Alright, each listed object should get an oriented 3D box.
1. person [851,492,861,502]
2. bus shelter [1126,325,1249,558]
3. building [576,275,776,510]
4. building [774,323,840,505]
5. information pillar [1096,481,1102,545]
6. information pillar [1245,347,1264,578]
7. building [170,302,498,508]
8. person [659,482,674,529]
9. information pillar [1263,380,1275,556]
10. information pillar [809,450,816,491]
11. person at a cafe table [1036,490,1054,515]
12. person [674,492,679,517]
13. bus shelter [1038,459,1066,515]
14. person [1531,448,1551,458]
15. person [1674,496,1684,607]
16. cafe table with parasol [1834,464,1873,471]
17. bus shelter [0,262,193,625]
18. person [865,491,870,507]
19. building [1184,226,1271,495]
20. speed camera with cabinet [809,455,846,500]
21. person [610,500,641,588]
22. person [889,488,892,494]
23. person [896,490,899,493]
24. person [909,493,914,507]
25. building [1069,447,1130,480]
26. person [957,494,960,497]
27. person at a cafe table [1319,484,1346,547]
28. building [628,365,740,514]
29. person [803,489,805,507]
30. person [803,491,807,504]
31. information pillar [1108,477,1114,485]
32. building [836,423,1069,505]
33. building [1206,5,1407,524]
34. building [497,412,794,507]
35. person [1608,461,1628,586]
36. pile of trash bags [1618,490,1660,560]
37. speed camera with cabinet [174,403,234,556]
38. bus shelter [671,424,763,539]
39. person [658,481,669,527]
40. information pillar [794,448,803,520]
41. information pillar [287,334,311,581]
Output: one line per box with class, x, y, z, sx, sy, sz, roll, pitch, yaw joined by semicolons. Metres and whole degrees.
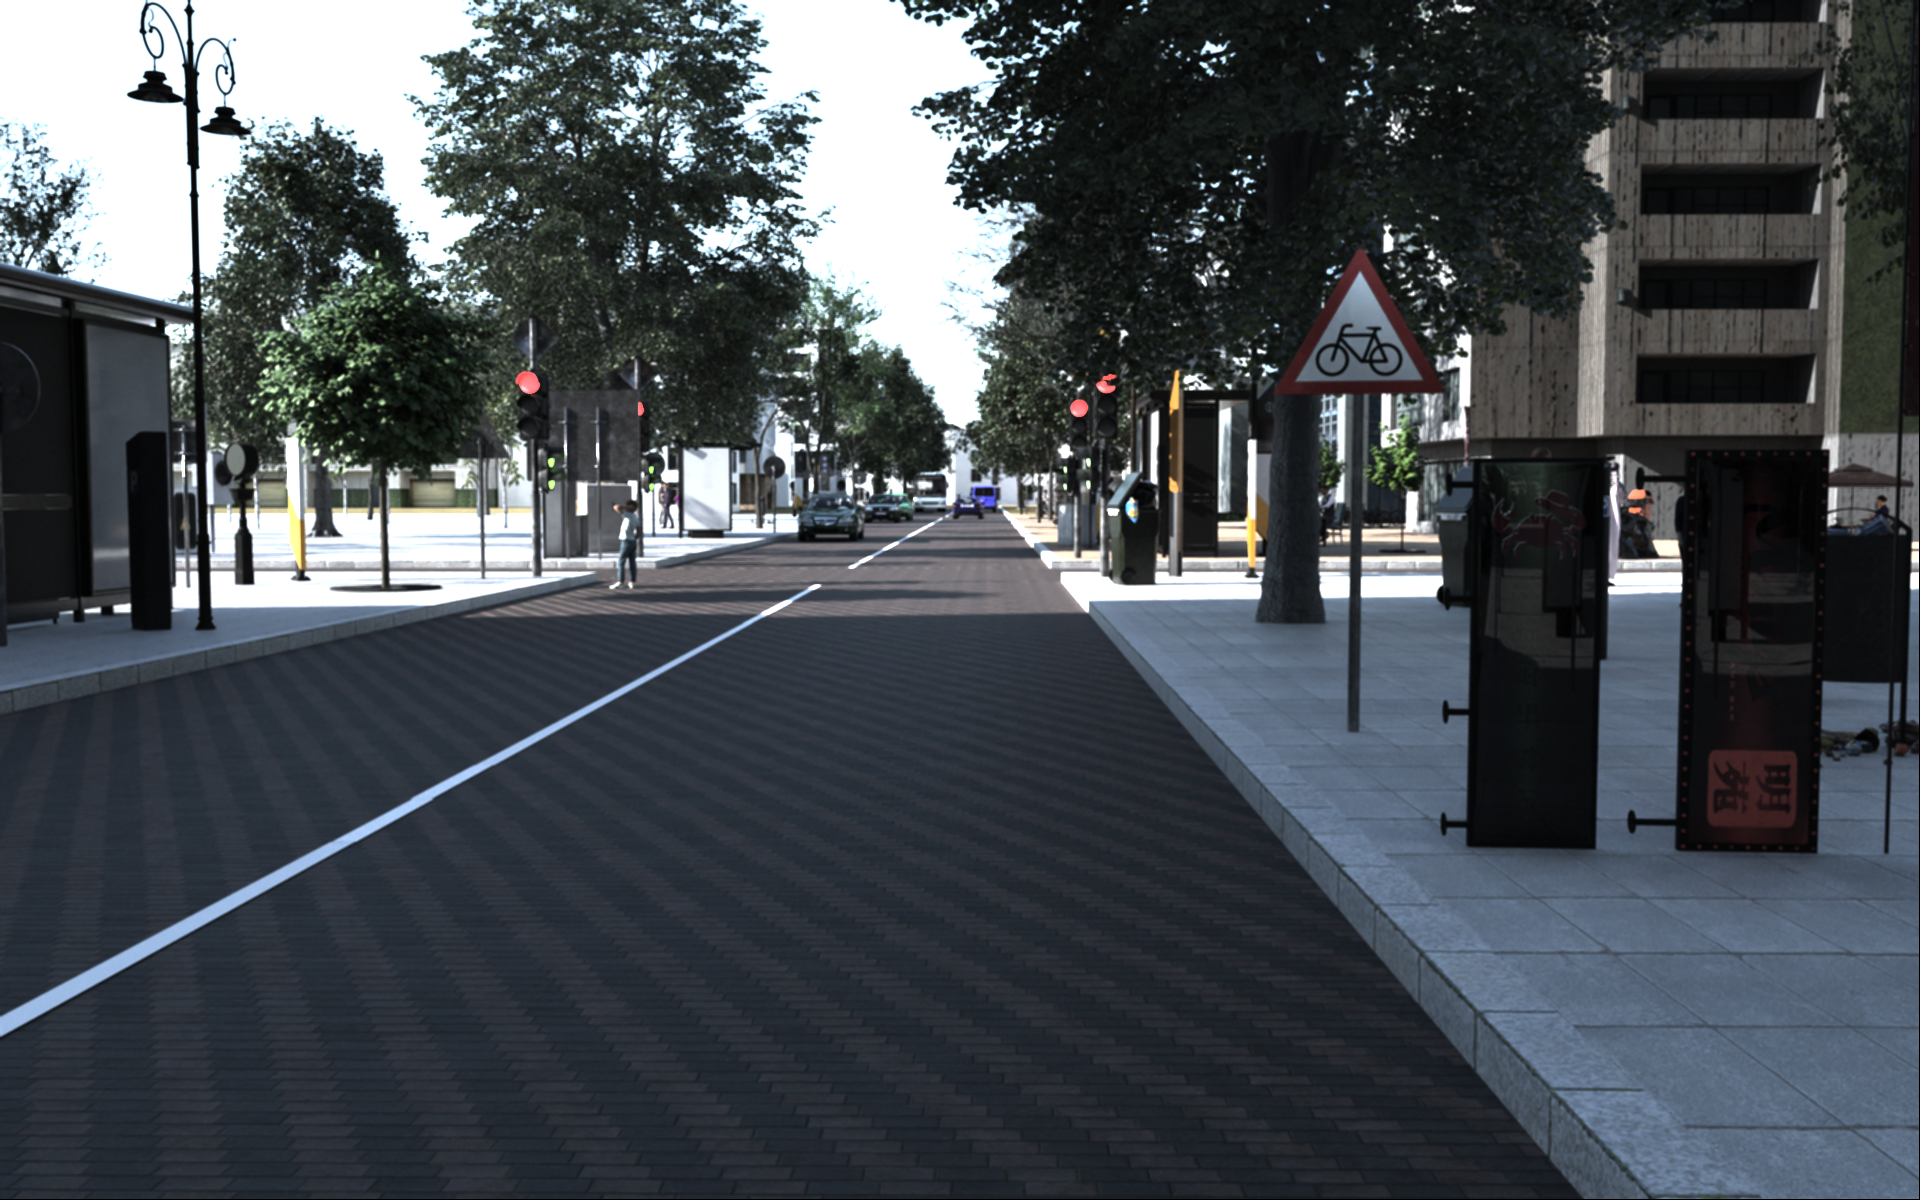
person;-11.132;-10.851;184.179;1.217;1.736;0.721;0;4;-1
bus shelter;4.939;-3.753;38.986;2.179;5.291;8.768;0;4;1
building;-23.939;-17.710;145.971;16.016;20.091;11.380;0;4;1
building;-31.282;-22.976;219.638;32.646;21.610;27.936;0;4;1
information pillar;3.511;-3.172;43.219;0.183;3.616;0.504;-1;4;-13
information pillar;4.477;-2.151;26.525;0.183;3.616;0.504;0;4;4
building;-60.602;-18.451;168.130;31.486;18.905;16.747;0;4;1
person;-10.848;-3.491;64.042;0.530;1.710;0.541;-1;4;-14
information pillar;6.276;-2.710;35.658;0.504;3.616;0.183;-2;4;-31
information pillar;-7.860;-6.199;92.711;0.504;3.616;0.183;3;5;44
person at a cafe table;5.023;-5.333;95.714;1.622;1.524;1.698;1;4;10
person;-15.284;-5.199;94.285;0.726;1.435;0.776;0;4;2
bus shelter;5.475;-6.675;103.054;2.014;3.302;5.546;0;4;1
person;5.983;-0.685;17.788;0.434;1.755;0.990;-1;4;-22
person;8.186;-0.659;19.366;0.480;1.512;0.613;0;4;-2
cafe table with parasol;20.101;-2.089;39.026;2.610;1.966;2.610;-2;4;-25
bus shelter;-9.617;-2.276;14.849;2.179;5.291;8.768;0;4;1
person;-9.444;-10.341;176.582;0.593;1.643;0.415;-3;5;-40
building;23.496;-16.460;125.542;16.016;20.091;11.380;0;4;1
speed camera with cabinet;-6.703;-5.708;87.662;2.038;3.252;0.660;-3;5;-43
person;-5.100;-0.856;26.403;0.340;1.345;0.435;1;4;19
person;-7.001;-10.488;177.144;0.705;1.869;1.348;1;4;23
person;-6.620;-10.989;186.437;0.721;1.736;1.217;-2;4;-30
person;-4.878;-10.176;175.673;1.065;1.426;0.557;-2;4;-27
building;29.112;-21.162;212.453;31.486;18.905;16.747;0;4;1
person;-0.098;-6.126;111.913;0.557;1.426;1.065;0;4;-2
person at a cafe table;8.712;-2.097;42.804;1.622;1.524;1.698;-1;4;-18
building;-20.352;-11.198;125.234;9.099;9.664;28.070;0;4;1
person;-15.621;-10.076;171.313;0.721;1.766;1.217;-2;4;-28
person;-16.773;-11.002;186.372;0.683;1.767;0.568;1;4;13
information pillar;6.445;-4.291;74.646;0.304;2.012;0.304;-1;4;-14
building;-0.720;-16.358;209.600;28.070;9.664;9.099;0;4;1
building;25.841;-47.352;86.875;22.319;86.520;31.000;0;4;1
building;-30.769;-14.034;171.603;28.070;9.664;9.099;0;4;1
person;8.996;-1.062;24.081;0.551;1.740;0.621;2;4;29
pile of trash bags;13.353;-1.565;35.334;1.912;1.369;3.447;3;5;40
speed camera with cabinet;-16.359;-2.601;36.870;0.660;3.252;2.038;1;4;15
bus shelter;-7.330;-3.580;52.463;2.014;3.302;5.546;0;4;1
person;-11.702;-3.800;68.308;0.434;1.807;0.598;-1;4;-12
information pillar;-8.100;-5.857;87.109;0.504;3.616;0.183;-3;5;-39
information pillar;-9.830;-2.097;25.636;0.183;3.616;0.504;-3;4;-39
